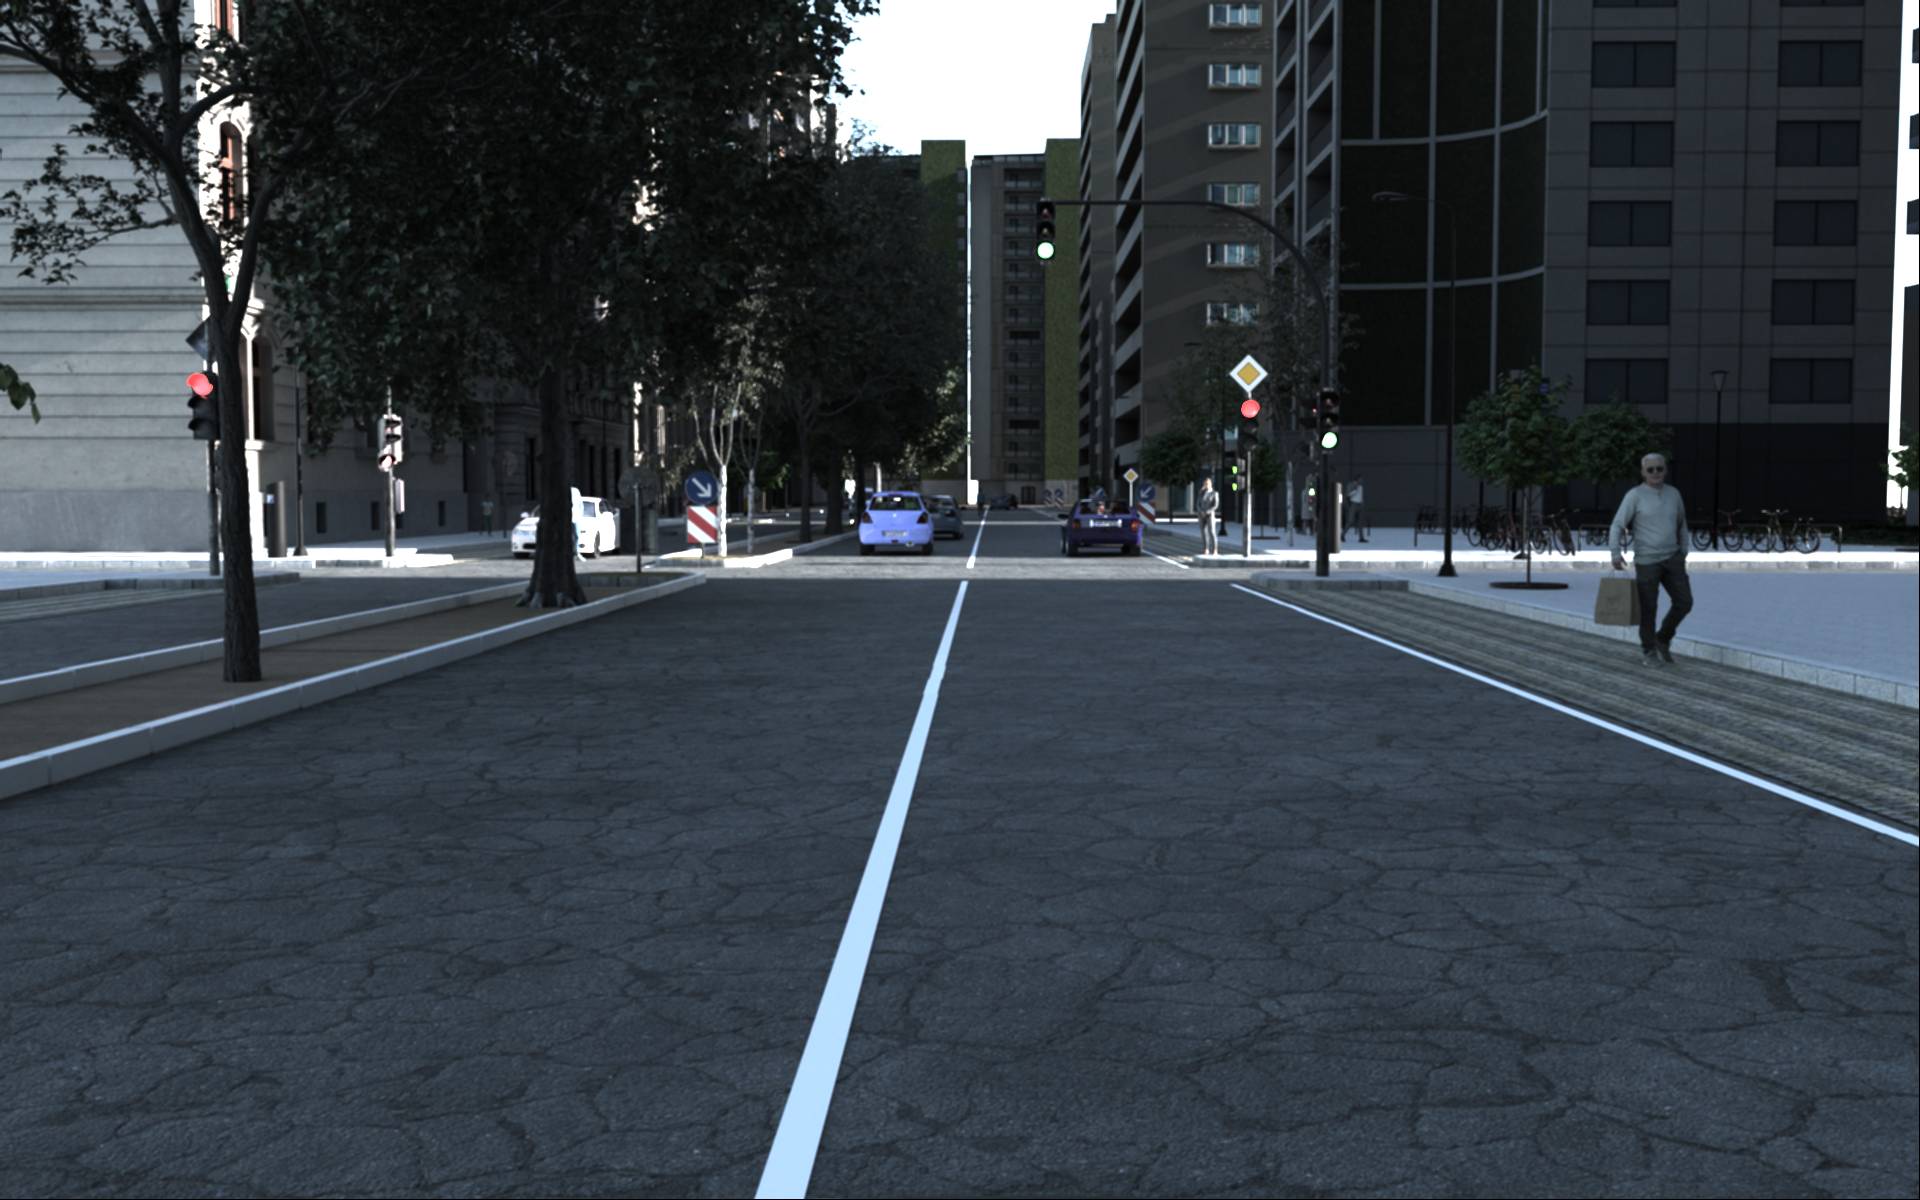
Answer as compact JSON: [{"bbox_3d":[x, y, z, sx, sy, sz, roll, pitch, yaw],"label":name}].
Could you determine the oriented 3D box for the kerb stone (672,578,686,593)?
[{"bbox_3d":[-4.206,-0.198,25.432,0.120,0.150,1.000,0,4,1],"label":"kerb stone"}]

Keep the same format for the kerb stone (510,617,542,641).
[{"bbox_3d":[-4.369,0.306,17.215,0.120,0.150,1.000,0,4,1],"label":"kerb stone"}]

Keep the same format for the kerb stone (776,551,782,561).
[{"bbox_3d":[-4.000,-0.919,37.248,0.120,0.150,1.000,0,4,1],"label":"kerb stone"}]

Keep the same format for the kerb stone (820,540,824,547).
[{"bbox_3d":[-3.835,-1.485,46.476,0.120,0.150,1.000,0,4,1],"label":"kerb stone"}]

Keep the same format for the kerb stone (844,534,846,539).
[{"bbox_3d":[-3.708,-1.924,53.657,0.120,0.150,1.000,0,4,1],"label":"kerb stone"}]

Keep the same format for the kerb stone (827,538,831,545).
[{"bbox_3d":[-3.786,-1.611,48.529,0.120,0.150,1.000,0,4,1],"label":"kerb stone"}]

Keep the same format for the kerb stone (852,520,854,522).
[{"bbox_3d":[-5.278,-3.679,82.422,0.120,0.150,1.000,0,4,1],"label":"kerb stone"}]

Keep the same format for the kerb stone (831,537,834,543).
[{"bbox_3d":[-3.770,-1.673,49.551,0.120,0.150,1.000,0,4,1],"label":"kerb stone"}]

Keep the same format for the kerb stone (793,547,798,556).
[{"bbox_3d":[-3.943,-1.109,40.321,0.120,0.150,1.000,0,4,1],"label":"kerb stone"}]

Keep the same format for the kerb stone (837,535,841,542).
[{"bbox_3d":[-3.740,-1.799,51.607,0.120,0.150,1.000,0,4,1],"label":"kerb stone"}]

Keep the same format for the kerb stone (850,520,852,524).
[{"bbox_3d":[-5.302,-3.621,81.395,0.120,0.150,1.000,0,4,1],"label":"kerb stone"}]

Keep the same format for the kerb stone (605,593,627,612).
[{"bbox_3d":[-4.296,0.053,21.336,0.120,0.150,1.000,0,4,1],"label":"kerb stone"}]

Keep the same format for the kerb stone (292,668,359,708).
[{"bbox_3d":[-4.455,0.618,12.088,0.120,0.150,1.000,0,4,1],"label":"kerb stone"}]

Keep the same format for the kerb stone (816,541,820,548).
[{"bbox_3d":[-3.855,-1.423,45.454,0.120,0.150,1.000,0,4,1],"label":"kerb stone"}]

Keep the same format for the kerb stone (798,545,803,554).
[{"bbox_3d":[-3.928,-1.172,41.355,0.120,0.150,1.000,0,4,1],"label":"kerb stone"}]

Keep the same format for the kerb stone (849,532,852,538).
[{"bbox_3d":[-3.656,-2.049,55.709,0.120,0.150,1.000,0,4,1],"label":"kerb stone"}]

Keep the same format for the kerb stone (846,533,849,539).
[{"bbox_3d":[-3.680,-1.987,54.687,0.120,0.150,1.000,0,4,1],"label":"kerb stone"}]

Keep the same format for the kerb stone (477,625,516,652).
[{"bbox_3d":[-4.375,0.368,16.181,0.120,0.150,1.000,0,4,1],"label":"kerb stone"}]

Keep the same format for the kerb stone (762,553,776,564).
[{"bbox_3d":[-4.017,-0.858,36.221,0.120,0.150,1.000,0,4,1],"label":"kerb stone"}]

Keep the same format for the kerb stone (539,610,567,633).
[{"bbox_3d":[-4.353,0.242,18.251,0.120,0.150,1.000,0,4,1],"label":"kerb stone"}]

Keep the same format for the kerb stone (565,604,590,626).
[{"bbox_3d":[-4.328,0.179,19.281,0.120,0.150,1.000,0,4,1],"label":"kerb stone"}]

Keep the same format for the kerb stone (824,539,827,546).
[{"bbox_3d":[-3.811,-1.548,47.498,0.120,0.150,1.000,0,4,1],"label":"kerb stone"}]

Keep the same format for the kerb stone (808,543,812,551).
[{"bbox_3d":[-3.883,-1.297,43.399,0.120,0.150,1.000,0,4,1],"label":"kerb stone"}]

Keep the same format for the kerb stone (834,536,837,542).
[{"bbox_3d":[-3.764,-1.736,50.576,0.120,0.150,1.000,0,4,1],"label":"kerb stone"}]

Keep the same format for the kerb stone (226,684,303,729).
[{"bbox_3d":[-4.477,0.682,11.066,0.120,0.150,1.000,0,4,1],"label":"kerb stone"}]

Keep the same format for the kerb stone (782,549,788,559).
[{"bbox_3d":[-3.982,-0.983,38.270,0.120,0.150,1.000,0,4,1],"label":"kerb stone"}]

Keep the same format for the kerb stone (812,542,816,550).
[{"bbox_3d":[-3.867,-1.359,44.421,0.120,0.150,1.000,0,4,1],"label":"kerb stone"}]

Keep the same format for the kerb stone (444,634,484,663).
[{"bbox_3d":[-4.398,0.432,15.155,0.120,0.150,1.000,0,4,1],"label":"kerb stone"}]

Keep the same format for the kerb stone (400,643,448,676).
[{"bbox_3d":[-4.414,0.494,14.133,0.120,0.150,1.000,0,4,1],"label":"kerb stone"}]

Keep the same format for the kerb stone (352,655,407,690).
[{"bbox_3d":[-4.434,0.558,13.109,0.120,0.150,1.000,0,4,1],"label":"kerb stone"}]

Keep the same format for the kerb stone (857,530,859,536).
[{"bbox_3d":[-3.609,-2.236,58.794,0.120,0.150,1.000,0,4,1],"label":"kerb stone"}]

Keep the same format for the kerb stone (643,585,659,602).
[{"bbox_3d":[-4.253,-0.073,23.389,0.120,0.150,1.000,0,4,1],"label":"kerb stone"}]

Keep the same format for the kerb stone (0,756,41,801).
[{"bbox_3d":[-4.541,0.869,7.994,0.120,0.150,1.000,0,4,1],"label":"kerb stone"}]

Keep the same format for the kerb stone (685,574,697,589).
[{"bbox_3d":[-4.198,-0.255,26.462,0.120,0.150,1.000,0,4,1],"label":"kerb stone"}]

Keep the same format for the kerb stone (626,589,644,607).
[{"bbox_3d":[-4.273,-0.010,22.364,0.120,0.150,1.000,0,4,1],"label":"kerb stone"}]

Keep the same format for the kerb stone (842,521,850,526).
[{"bbox_3d":[-5.313,-3.557,80.362,0.120,0.150,1.000,0,4,1],"label":"kerb stone"}]

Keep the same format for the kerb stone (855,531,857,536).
[{"bbox_3d":[-3.628,-2.173,57.765,0.120,0.150,1.000,0,4,1],"label":"kerb stone"}]

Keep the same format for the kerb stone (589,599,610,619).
[{"bbox_3d":[-4.306,0.119,20.303,0.120,0.150,1.000,0,4,1],"label":"kerb stone"}]

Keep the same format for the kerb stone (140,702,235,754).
[{"bbox_3d":[-4.497,0.743,10.044,0.120,0.150,1.000,0,4,1],"label":"kerb stone"}]

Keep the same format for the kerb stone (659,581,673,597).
[{"bbox_3d":[-4.228,-0.131,24.410,0.120,0.150,1.000,0,4,1],"label":"kerb stone"}]

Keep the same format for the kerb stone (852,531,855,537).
[{"bbox_3d":[-3.637,-2.108,56.731,0.120,0.150,1.000,0,4,1],"label":"kerb stone"}]

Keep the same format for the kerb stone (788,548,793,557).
[{"bbox_3d":[-3.966,-1.046,39.296,0.120,0.150,1.000,0,4,1],"label":"kerb stone"}]

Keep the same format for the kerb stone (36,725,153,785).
[{"bbox_3d":[-4.517,0.806,9.016,0.120,0.150,1.000,0,4,1],"label":"kerb stone"}]

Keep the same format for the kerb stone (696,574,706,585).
[{"bbox_3d":[-4.174,-0.321,27.487,0.120,0.150,1.000,0,4,1],"label":"kerb stone"}]

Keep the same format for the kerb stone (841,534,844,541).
[{"bbox_3d":[-3.714,-1.861,52.635,0.120,0.150,1.000,0,4,1],"label":"kerb stone"}]

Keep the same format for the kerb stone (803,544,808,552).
[{"bbox_3d":[-3.904,-1.234,42.377,0.120,0.150,1.000,0,4,1],"label":"kerb stone"}]
